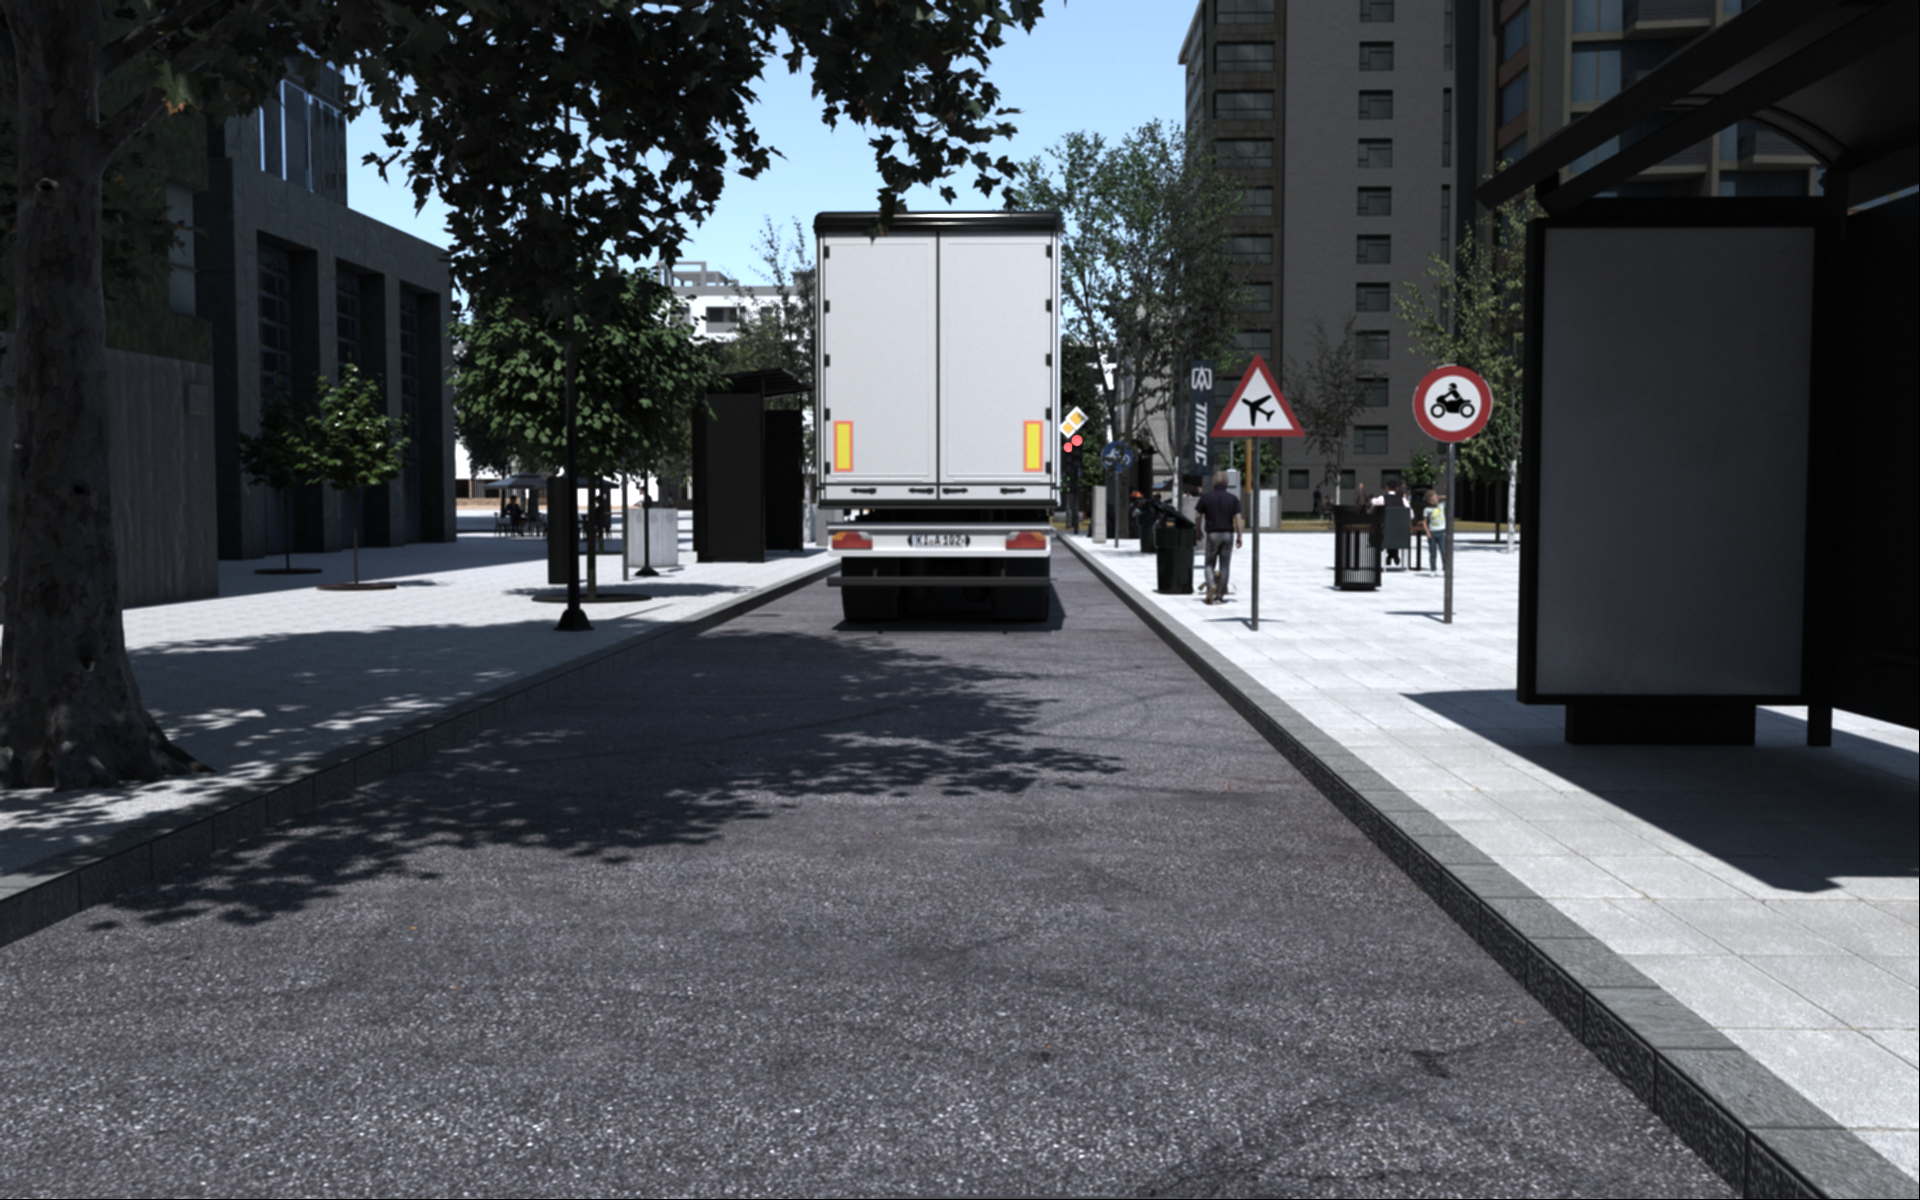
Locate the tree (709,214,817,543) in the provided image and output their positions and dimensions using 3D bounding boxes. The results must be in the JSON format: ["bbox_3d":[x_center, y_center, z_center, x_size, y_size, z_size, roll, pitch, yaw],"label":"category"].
[{"bbox_3d":[-4.148,-5.792,45.062,4.360,8.622,3.978,0,3,0],"label":"tree"}]

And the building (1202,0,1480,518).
[{"bbox_3d":[20.753,-20.008,98.833,14.160,30.474,14.107,0,4,2],"label":"building"}]

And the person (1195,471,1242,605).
[{"bbox_3d":[2.946,-0.729,20.174,0.569,1.553,0.471,3,5,43],"label":"person"}]

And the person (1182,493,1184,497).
[{"bbox_3d":[14.303,-6.160,110.671,0.435,1.345,0.340,0,4,-5],"label":"person"}]

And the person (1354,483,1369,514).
[{"bbox_3d":[18.021,-4.345,77.640,0.990,1.755,0.434,-2,4,-33],"label":"person"}]

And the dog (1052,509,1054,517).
[{"bbox_3d":[5.487,-5.018,98.875,0.406,0.507,0.540,2,4,29],"label":"dog"}]

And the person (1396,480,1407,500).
[{"bbox_3d":[16.088,-3.465,62.830,0.434,1.807,0.598,-1,4,-8],"label":"person"}]

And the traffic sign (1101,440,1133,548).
[{"bbox_3d":[3.740,-2.518,41.278,0.768,2.556,0.104,0,4,5],"label":"traffic sign"}]

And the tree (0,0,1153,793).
[{"bbox_3d":[-3.924,-5.533,7.474,9.611,12.733,9.660,0,3,0],"label":"tree"}]

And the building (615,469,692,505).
[{"bbox_3d":[-31.753,-17.989,236.260,28.070,9.664,9.099,0,4,2],"label":"building"}]

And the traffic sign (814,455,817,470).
[{"bbox_3d":[-3.747,-2.980,48.826,0.768,2.556,0.104,1,4,11],"label":"traffic sign"}]

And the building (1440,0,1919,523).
[{"bbox_3d":[38.102,-26.055,80.624,28.867,44.769,22.147,0,4,2],"label":"building"}]

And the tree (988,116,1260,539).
[{"bbox_3d":[4.574,-7.539,49.022,9.928,11.665,9.643,0,3,0],"label":"tree"}]

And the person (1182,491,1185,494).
[{"bbox_3d":[14.205,-6.467,111.898,0.434,1.807,0.598,-2,4,-33],"label":"person"}]

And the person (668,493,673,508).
[{"bbox_3d":[-14.981,-4.887,89.855,0.340,1.345,0.435,-2,4,-25],"label":"person"}]

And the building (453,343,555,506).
[{"bbox_3d":[-52.674,-20.985,199.530,11.380,20.091,16.016,0,4,2],"label":"building"}]

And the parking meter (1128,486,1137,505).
[{"bbox_3d":[5.368,-2.822,54.542,0.372,1.533,0.369,0,3,0],"label":"parking meter"}]

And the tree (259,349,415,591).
[{"bbox_3d":[-8.275,-1.754,23.277,1.663,3.219,1.824,0,3,0],"label":"tree"}]

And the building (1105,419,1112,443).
[{"bbox_3d":[20.772,-15.304,192.371,9.099,9.664,28.070,0,4,2],"label":"building"}]

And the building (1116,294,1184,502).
[{"bbox_3d":[23.880,-18.032,161.283,16.747,18.905,31.486,0,4,2],"label":"building"}]

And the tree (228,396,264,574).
[{"bbox_3d":[-11.060,-2.048,28.087,1.663,3.219,1.824,0,3,0],"label":"tree"}]

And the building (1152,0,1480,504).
[{"bbox_3d":[29.148,-26.509,125.300,32.217,40.220,23.993,0,4,2],"label":"building"}]

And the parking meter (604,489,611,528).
[{"bbox_3d":[-13.318,-3.470,65.145,0.372,1.533,0.369,0,3,0],"label":"parking meter"}]

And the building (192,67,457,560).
[{"bbox_3d":[-29.340,-44.070,33.209,31.000,86.520,22.319,0,4,2],"label":"building"}]

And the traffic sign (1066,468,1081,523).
[{"bbox_3d":[4.848,-4.582,75.025,0.768,2.556,0.104,0,4,7],"label":"traffic sign"}]

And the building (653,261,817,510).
[{"bbox_3d":[-16.591,-17.648,144.961,16.016,20.091,11.380,0,4,2],"label":"building"}]

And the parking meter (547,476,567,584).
[{"bbox_3d":[-5.695,-0.997,24.712,0.372,1.533,0.369,0,3,0],"label":"parking meter"}]

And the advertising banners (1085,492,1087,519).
[{"bbox_3d":[6.432,-5.777,90.639,2.074,3.025,0.090,3,5,40],"label":"advertising banners"}]

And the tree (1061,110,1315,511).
[{"bbox_3d":[4.136,-5.101,33.766,4.360,8.622,3.978,0,3,0],"label":"tree"}]

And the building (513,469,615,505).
[{"bbox_3d":[-59.863,-18.036,237.041,28.070,9.664,9.099,0,4,2],"label":"building"}]

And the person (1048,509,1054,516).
[{"bbox_3d":[5.379,-5.741,100.587,0.600,1.739,0.565,0,4,5],"label":"person"}]

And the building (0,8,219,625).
[{"bbox_3d":[-16.507,-20.198,13.829,14.154,41.232,14.086,0,4,2],"label":"building"}]

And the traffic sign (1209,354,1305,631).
[{"bbox_3d":[2.764,-0.989,16.169,0.884,2.594,0.081,0,4,2],"label":"traffic sign"}]

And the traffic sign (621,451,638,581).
[{"bbox_3d":[-4.934,-1.552,25.483,0.768,2.556,0.104,1,4,11],"label":"traffic sign"}]

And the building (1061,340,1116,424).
[{"bbox_3d":[10.303,-24.452,243.763,32.646,21.610,27.936,0,4,2],"label":"building"}]

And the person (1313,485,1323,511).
[{"bbox_3d":[18.325,-5.003,88.548,0.504,1.737,0.576,-3,5,-40],"label":"person"}]

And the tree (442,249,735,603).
[{"bbox_3d":[-4.410,-2.272,20.861,4.285,4.588,4.351,0,3,0],"label":"tree"}]

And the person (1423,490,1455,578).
[{"bbox_3d":[7.376,-1.023,26.680,0.435,1.345,0.340,0,4,-2],"label":"person"}]

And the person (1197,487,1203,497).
[{"bbox_3d":[8.946,-3.408,64.031,0.388,1.546,0.482,0,3,0],"label":"person"}]

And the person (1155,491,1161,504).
[{"bbox_3d":[10.877,-5.261,94.597,0.480,1.512,0.613,-3,5,-44],"label":"person"}]

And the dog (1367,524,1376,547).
[{"bbox_3d":[10.139,-1.686,41.947,0.800,0.831,0.513,-2,4,-31],"label":"dog"}]

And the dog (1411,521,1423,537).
[{"bbox_3d":[13.042,-2.016,49.800,0.406,0.507,0.540,2,4,29],"label":"dog"}]

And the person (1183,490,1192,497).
[{"bbox_3d":[9.280,-3.792,71.238,0.799,1.438,0.628,3,5,45],"label":"person"}]

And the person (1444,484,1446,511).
[{"bbox_3d":[18.958,-3.688,67.264,0.541,1.710,0.530,-3,5,-42],"label":"person"}]

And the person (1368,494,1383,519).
[{"bbox_3d":[13.942,-2.820,57.797,0.799,1.438,0.628,1,4,19],"label":"person"}]

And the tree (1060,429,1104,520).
[{"bbox_3d":[6.076,-6.232,85.606,4.285,4.588,4.351,0,3,0],"label":"tree"}]

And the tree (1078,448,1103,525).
[{"bbox_3d":[5.464,-4.745,72.184,1.663,3.219,1.824,0,3,0],"label":"tree"}]

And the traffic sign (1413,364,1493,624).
[{"bbox_3d":[4.838,-1.039,17.094,0.768,2.556,0.104,0,4,5],"label":"traffic sign"}]
